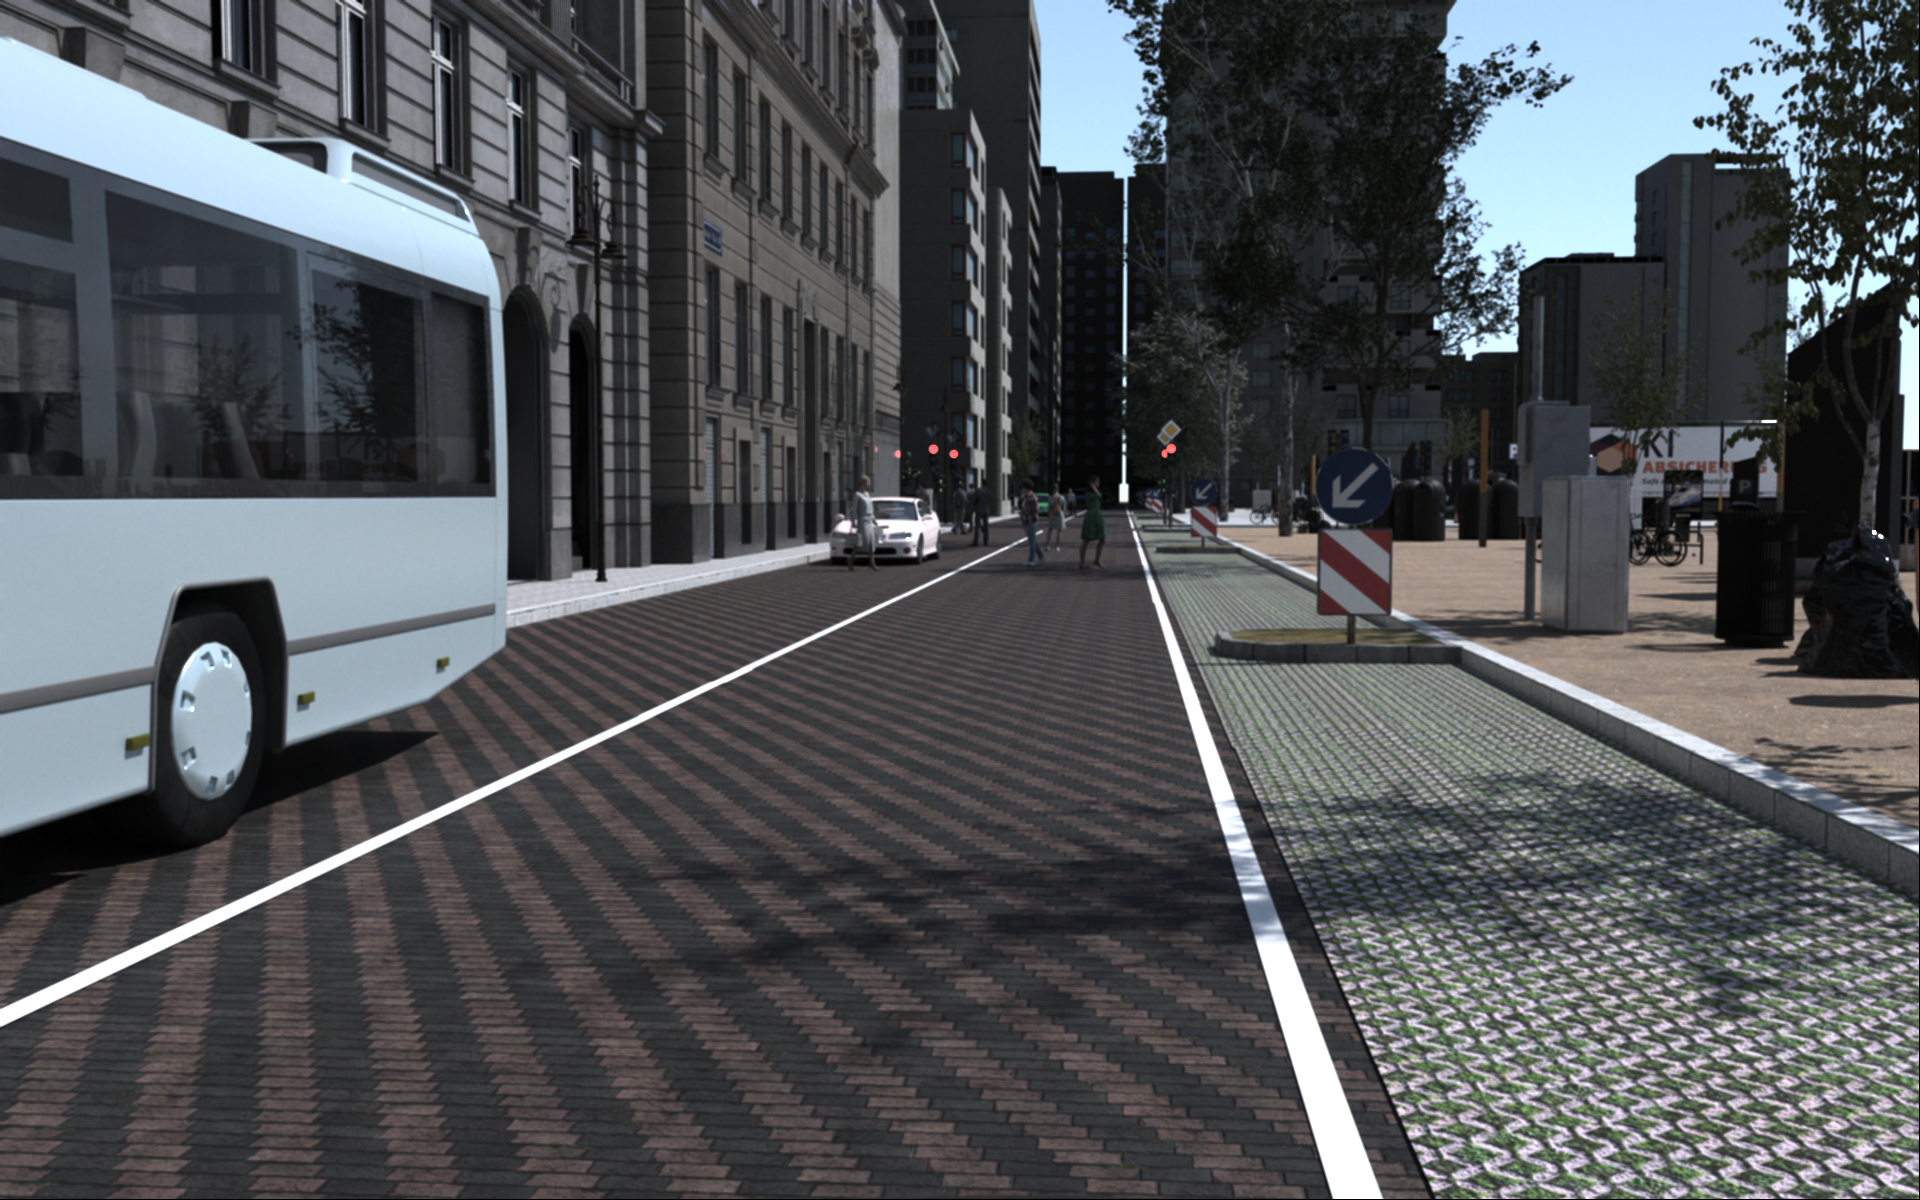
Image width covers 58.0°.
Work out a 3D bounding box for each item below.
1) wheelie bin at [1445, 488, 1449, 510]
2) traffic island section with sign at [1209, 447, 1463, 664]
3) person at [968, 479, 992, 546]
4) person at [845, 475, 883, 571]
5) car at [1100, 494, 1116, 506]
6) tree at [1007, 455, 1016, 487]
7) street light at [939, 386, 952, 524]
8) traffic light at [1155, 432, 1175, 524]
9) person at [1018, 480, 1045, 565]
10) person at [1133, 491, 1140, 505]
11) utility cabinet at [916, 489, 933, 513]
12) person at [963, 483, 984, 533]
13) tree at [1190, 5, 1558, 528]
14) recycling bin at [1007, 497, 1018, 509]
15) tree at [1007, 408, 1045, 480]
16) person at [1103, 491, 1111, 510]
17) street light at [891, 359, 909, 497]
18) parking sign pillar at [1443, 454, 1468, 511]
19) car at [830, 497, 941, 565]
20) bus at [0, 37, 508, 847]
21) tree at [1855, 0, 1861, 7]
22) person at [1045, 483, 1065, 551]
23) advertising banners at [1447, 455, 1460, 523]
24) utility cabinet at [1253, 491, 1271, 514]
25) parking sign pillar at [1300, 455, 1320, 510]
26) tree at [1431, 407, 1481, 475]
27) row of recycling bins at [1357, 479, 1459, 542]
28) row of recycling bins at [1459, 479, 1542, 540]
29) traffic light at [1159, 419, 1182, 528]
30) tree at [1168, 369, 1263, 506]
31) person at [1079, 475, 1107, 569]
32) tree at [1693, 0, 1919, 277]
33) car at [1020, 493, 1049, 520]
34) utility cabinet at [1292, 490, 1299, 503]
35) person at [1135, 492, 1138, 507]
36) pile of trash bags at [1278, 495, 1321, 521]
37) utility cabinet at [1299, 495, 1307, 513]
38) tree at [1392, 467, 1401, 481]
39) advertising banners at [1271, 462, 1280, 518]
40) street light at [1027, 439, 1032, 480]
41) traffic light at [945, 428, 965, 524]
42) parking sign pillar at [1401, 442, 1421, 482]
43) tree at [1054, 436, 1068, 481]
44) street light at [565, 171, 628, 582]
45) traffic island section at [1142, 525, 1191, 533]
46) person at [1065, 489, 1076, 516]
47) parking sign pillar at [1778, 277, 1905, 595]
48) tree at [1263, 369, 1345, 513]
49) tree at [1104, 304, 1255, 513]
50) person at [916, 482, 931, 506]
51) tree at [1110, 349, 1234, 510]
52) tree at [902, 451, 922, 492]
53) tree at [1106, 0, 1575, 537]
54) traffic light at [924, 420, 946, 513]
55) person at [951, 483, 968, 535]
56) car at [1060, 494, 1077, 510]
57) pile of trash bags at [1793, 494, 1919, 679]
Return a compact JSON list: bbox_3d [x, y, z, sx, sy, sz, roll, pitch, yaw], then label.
[{"bbox_3d":[24.606,-4.964,89.068,0.980,1.594,0.693,0,4,6],"label":"wheelie bin"},{"bbox_3d":[3.314,-0.421,15.510,1.989,1.847,2.006,0,4,5],"label":"traffic island section with sign"},{"bbox_3d":[0.548,-2.401,47.566,0.655,1.846,0.447,-2,4,-26],"label":"person"},{"bbox_3d":[-1.811,-1.442,32.429,0.624,1.780,0.694,3,5,44],"label":"person"},{"bbox_3d":[17.442,-12.004,205.057,1.959,1.807,4.718,0,4,7],"label":"car"},{"bbox_3d":[2.037,-8.040,115.163,4.285,4.588,4.351,0,3,0],"label":"tree"},{"bbox_3d":[-0.620,-6.208,74.296,0.468,5.910,1.993,0,4,5],"label":"street light"},{"bbox_3d":[8.655,-5.148,73.097,0.839,4.253,0.868,0,4,5],"label":"traffic light"},{"bbox_3d":[1.452,-1.558,34.814,0.643,1.720,0.563,-1,4,-11],"label":"person"},{"bbox_3d":[21.612,-12.418,211.665,1.348,1.807,0.705,-3,4,-38],"label":"person"},{"bbox_3d":[-1.487,-4.006,74.170,0.318,1.500,1.173,2,4,26],"label":"utility cabinet"},{"bbox_3d":[0.506,-3.404,64.112,0.622,1.834,0.822,-2,4,-31],"label":"person"},{"bbox_3d":[7.842,-6.101,34.165,7.601,10.594,8.767,-2,4,-29],"label":"tree"},{"bbox_3d":[4.255,-7.840,140.735,0.722,1.027,0.722,-3,4,-38],"label":"recycling bin"},{"bbox_3d":[5.343,-11.991,146.409,4.737,8.622,4.395,0,3,0],"label":"tree"},{"bbox_3d":[13.221,-8.994,156.377,0.721,1.723,1.217,3,5,40],"label":"person"},{"bbox_3d":[-2.024,-5.299,59.434,0.468,5.910,1.993,0,4,5],"label":"street light"},{"bbox_3d":[33.005,-7.791,115.854,1.447,3.967,1.447,2,4,29],"label":"parking sign pillar"},{"bbox_3d":[-1.524,-1.496,36.816,2.083,1.381,4.827,0,4,7],"label":"car"},{"bbox_3d":[-4.493,-0.556,3.952,2.948,3.499,13.247,0,4,4],"label":"bus"},{"bbox_3d":[5.669,-3.505,7.670,4.360,8.622,3.978,0,3,0],"label":"tree"},{"bbox_3d":[2.421,-2.097,43.788,0.512,1.701,0.522,0,4,-7],"label":"person"},{"bbox_3d":[21.999,-4.918,76.601,0.090,3.025,2.074,-1,4,-9],"label":"advertising banners"},{"bbox_3d":[19.549,-6.328,112.134,1.173,1.500,0.318,1,4,11],"label":"utility cabinet"},{"bbox_3d":[23.869,-7.935,118.216,1.447,3.967,1.447,0,3,0],"label":"parking sign pillar"},{"bbox_3d":[40.670,-11.729,142.138,4.737,8.622,4.395,0,3,0],"label":"tree"},{"bbox_3d":[12.280,-2.523,48.368,1.069,1.692,3.534,-1,4,-22],"label":"row of recycling bins"},{"bbox_3d":[15.897,-2.566,49.064,3.534,1.692,1.069,-1,4,-9],"label":"row of recycling bins"},{"bbox_3d":[7.912,-4.662,65.147,0.839,4.253,0.868,0,4,5],"label":"traffic light"},{"bbox_3d":[14.764,-9.293,102.302,4.360,8.622,3.978,0,3,0],"label":"tree"},{"bbox_3d":[2.553,-1.503,33.315,0.529,1.795,0.600,1,4,21],"label":"person"},{"bbox_3d":[9.488,-4.124,17.794,4.737,8.622,4.395,0,3,0],"label":"tree"},{"bbox_3d":[4.314,-5.343,96.153,1.959,1.807,4.718,0,4,4],"label":"car"},{"bbox_3d":[18.723,-5.497,98.562,0.318,1.500,1.173,-3,5,-45],"label":"utility cabinet"},{"bbox_3d":[19.019,-10.892,187.521,0.436,1.711,0.756,1,4,13],"label":"person"},{"bbox_3d":[16.688,-4.398,81.663,3.447,1.369,1.912,1,4,19],"label":"pile of trash bags"},{"bbox_3d":[22.026,-6.190,112.364,1.020,1.237,0.306,-2,4,-29],"label":"utility cabinet"},{"bbox_3d":[31.628,-8.003,125.457,1.663,3.219,1.824,0,3,0],"label":"tree"},{"bbox_3d":[16.987,-5.905,92.741,0.090,3.025,2.074,1,4,18],"label":"advertising banners"},{"bbox_3d":[5.740,-10.357,142.130,0.468,5.910,1.993,0,4,5],"label":"street light"},{"bbox_3d":[-0.220,-5.198,73.907,0.839,4.253,0.868,0,4,5],"label":"traffic light"},{"bbox_3d":[23.496,-6.232,90.358,1.447,3.967,1.447,-1,4,-10],"label":"parking sign pillar"},{"bbox_3d":[10.870,-15.800,208.696,4.360,8.622,3.978,0,3,0],"label":"tree"},{"bbox_3d":[-5.258,-3.207,25.222,0.468,5.910,1.993,0,4,5],"label":"street light"},{"bbox_3d":[7.951,-2.629,65.257,2.009,0.180,2.903,0,4,5],"label":"traffic island section"},{"bbox_3d":[7.064,-6.258,111.310,0.782,1.767,0.515,2,4,35],"label":"person"},{"bbox_3d":[11.312,-2.062,22.180,1.447,3.967,1.447,-3,5,-43],"label":"parking sign pillar"},{"bbox_3d":[20.551,-9.311,102.596,4.360,8.622,3.978,0,3,0],"label":"tree"},{"bbox_3d":[14.558,-12.724,114.691,9.857,13.997,8.962,0,3,0],"label":"tree"},{"bbox_3d":[-1.184,-2.562,50.730,0.599,1.781,0.374,2,4,29],"label":"person"},{"bbox_3d":[17.534,-14.204,142.599,12.009,13.543,11.850,0,3,0],"label":"tree"},{"bbox_3d":[-2.564,-4.453,67.413,1.663,3.219,1.824,0,3,0],"label":"tree"},{"bbox_3d":[10.628,-11.912,50.643,12.611,20.169,13.585,0,3,0],"label":"tree"},{"bbox_3d":[-0.962,-4.712,65.957,0.839,4.253,0.868,0,4,5],"label":"traffic light"},{"bbox_3d":[0.015,-3.216,61.176,0.850,1.850,0.679,-3,5,-40],"label":"person"},{"bbox_3d":[9.547,-8.938,154.938,1.959,1.807,4.718,0,4,5],"label":"car"},{"bbox_3d":[6.883,-0.146,12.140,1.912,1.369,3.447,2,4,27],"label":"pile of trash bags"}]
